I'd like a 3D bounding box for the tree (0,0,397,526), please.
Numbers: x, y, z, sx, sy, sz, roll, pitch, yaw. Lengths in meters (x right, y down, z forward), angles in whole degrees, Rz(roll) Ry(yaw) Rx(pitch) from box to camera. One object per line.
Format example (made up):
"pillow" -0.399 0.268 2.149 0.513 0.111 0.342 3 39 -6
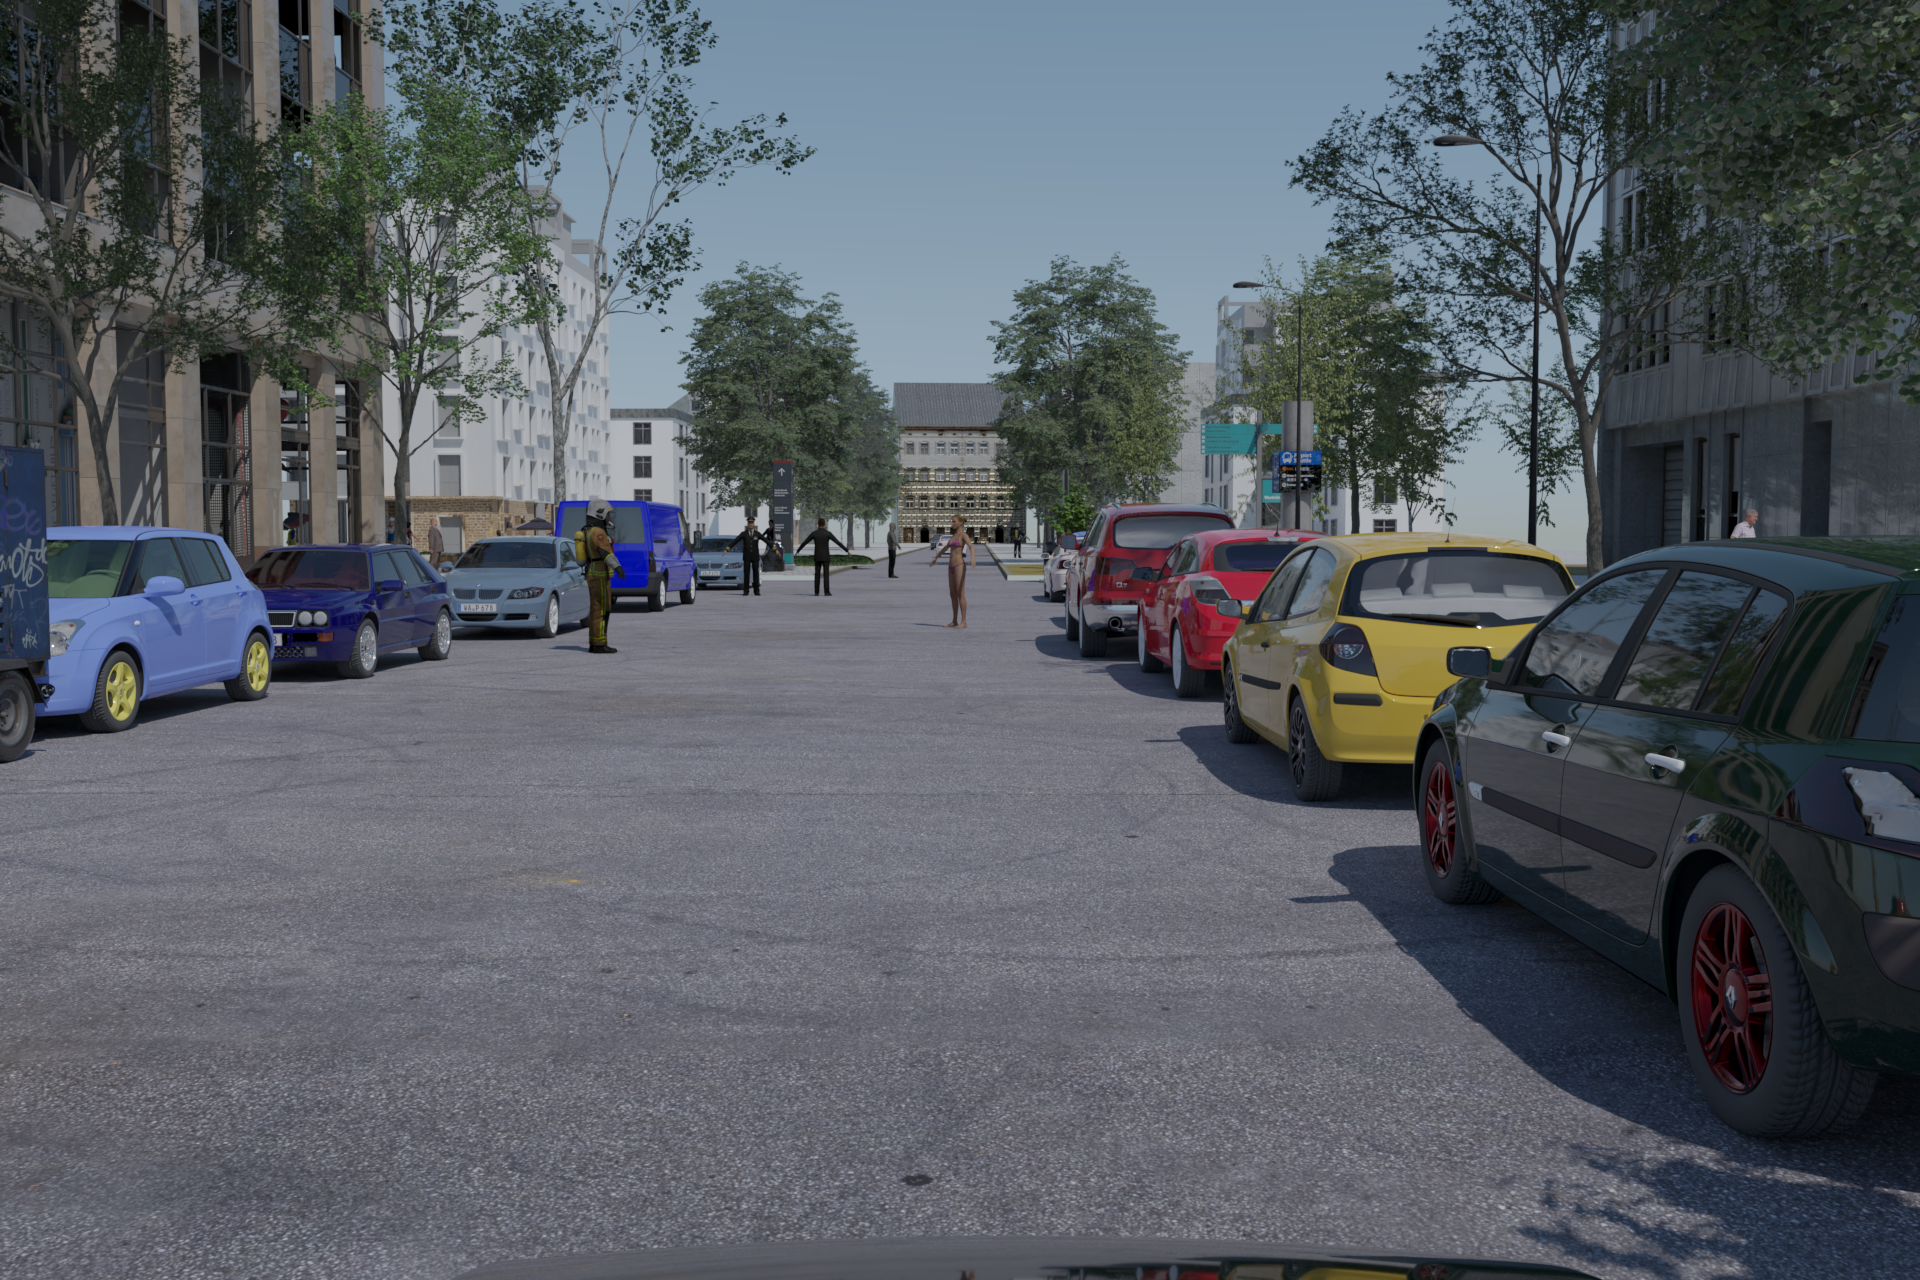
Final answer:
"tree" -12.357 -5.536 24.922 8.767 10.594 7.601 -3 5 -44

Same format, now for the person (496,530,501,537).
"person" -15.872 -3.071 59.471 0.991 1.433 0.599 -3 5 -40

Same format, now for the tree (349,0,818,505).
"tree" -11.179 -12.002 52.130 12.611 20.169 13.585 0 3 0

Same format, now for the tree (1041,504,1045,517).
"tree" 13.324 -17.987 244.443 4.737 8.622 4.395 0 3 0

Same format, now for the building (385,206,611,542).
"building" -28.129 -14.986 101.440 16.016 20.090 11.380 0 4 0

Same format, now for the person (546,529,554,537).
"person" -11.411 -2.357 47.812 0.697 1.427 0.421 0 4 -4

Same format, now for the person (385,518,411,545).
"person" -19.419 -3.266 59.263 1.347 1.847 0.705 0 4 2

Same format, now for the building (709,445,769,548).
"building" -21.497 -14.160 173.668 9.099 9.664 28.070 0 4 1

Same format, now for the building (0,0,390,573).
"building" -30.004 -16.673 38.832 22.709 31.103 35.509 0 4 1

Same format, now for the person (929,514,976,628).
"person" -0.102 -1.051 26.438 0.721 1.733 1.217 -2 4 -33

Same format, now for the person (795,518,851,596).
"person" -3.190 -1.923 40.122 1.346 1.802 0.704 1 4 10

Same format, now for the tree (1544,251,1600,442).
"tree" 24.022 -8.179 59.476 9.928 11.665 9.643 0 3 0

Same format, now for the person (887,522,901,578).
"person" -2.187 -2.934 56.558 0.705 1.813 1.348 -1 4 -16

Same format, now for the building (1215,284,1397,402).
"building" 25.593 -17.226 138.058 16.016 20.090 11.380 0 4 1

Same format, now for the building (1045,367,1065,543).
"building" 24.783 -23.191 223.139 27.936 21.610 32.646 0 4 1

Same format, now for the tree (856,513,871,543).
"tree" -13.090 -18.047 245.424 4.737 8.622 4.395 0 3 0

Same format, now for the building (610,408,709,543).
"building" -23.225 -11.481 129.858 9.099 9.664 28.070 0 4 1

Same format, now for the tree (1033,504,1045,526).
"tree" 14.356 -20.411 251.841 7.486 12.596 7.792 0 3 0

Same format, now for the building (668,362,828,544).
"building" -27.056 -23.992 223.190 19.493 23.208 18.063 0 4 0

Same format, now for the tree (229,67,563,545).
"tree" -12.597 -6.931 39.080 9.928 11.665 9.643 0 3 0

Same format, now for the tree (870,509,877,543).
"tree" -12.331 -18.406 251.296 4.360 8.622 3.978 0 3 0

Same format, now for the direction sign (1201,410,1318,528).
"direction sign" 6.455 -2.945 36.921 2.525 3.948 1.411 0 4 1

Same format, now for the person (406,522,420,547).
"person" -24.489 -4.333 76.987 1.345 1.843 0.704 3 5 40

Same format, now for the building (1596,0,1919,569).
"building" 26.059 -13.887 44.307 12.078 24.872 19.932 0 4 1

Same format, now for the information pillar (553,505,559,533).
"information pillar" -10.242 -2.446 44.482 0.304 2.012 0.304 0 4 1

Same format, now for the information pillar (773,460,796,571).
"information pillar" -6.231 -4.389 61.141 0.750 3.857 0.750 0 4 2

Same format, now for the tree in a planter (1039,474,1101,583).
"tree in a planter" 3.345 -3.295 51.097 1.991 3.239 1.994 0 4 1

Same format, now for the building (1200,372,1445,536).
"building" 20.773 -9.883 103.727 9.099 9.664 28.070 0 4 0

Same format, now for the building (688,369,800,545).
"building" -24.369 -20.716 195.119 16.016 20.090 11.380 0 4 0

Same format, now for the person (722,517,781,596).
"person" -4.851 -1.948 40.247 1.347 1.837 0.705 -1 4 -9

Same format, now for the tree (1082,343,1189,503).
"tree" 6.914 -7.066 65.884 4.737 8.622 4.395 0 3 0

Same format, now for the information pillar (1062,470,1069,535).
"information pillar" 3.874 -4.440 63.910 0.184 3.620 1.656 0 4 1

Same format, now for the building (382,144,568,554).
"building" -27.108 -13.942 84.371 16.016 20.090 11.380 0 3 0

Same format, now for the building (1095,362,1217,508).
"building" 23.943 -19.605 187.001 16.747 18.905 31.486 0 4 0

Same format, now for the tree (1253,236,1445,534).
"tree" 14.841 -9.079 66.570 7.486 12.596 7.792 0 3 0

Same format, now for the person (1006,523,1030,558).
"person" 3.063 -5.274 92.013 1.354 1.856 0.705 1 4 18

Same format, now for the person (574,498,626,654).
"person" -4.318 -0.773 20.859 0.705 1.858 1.354 -2 4 -26

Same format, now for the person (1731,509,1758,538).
"person" 13.540 -1.394 29.772 0.756 1.711 0.436 -2 4 -28

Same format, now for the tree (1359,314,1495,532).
"tree" 15.169 -6.552 57.480 4.737 8.622 4.395 0 3 0

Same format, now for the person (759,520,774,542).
"person" -6.843 -3.451 62.608 1.347 1.806 0.705 2 4 30

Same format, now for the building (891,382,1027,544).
"building" -0.488 -25.485 250.071 18.063 23.208 19.493 0 4 -5

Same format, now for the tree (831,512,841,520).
"tree" -19.984 -19.135 247.268 7.601 10.594 8.767 0 4 -8

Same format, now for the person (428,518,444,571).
"person" -15.185 -2.670 50.253 0.434 1.755 0.990 0 4 3

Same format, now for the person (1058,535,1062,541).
"person" 5.381 -5.131 90.167 0.705 1.796 1.348 -1 4 -15
